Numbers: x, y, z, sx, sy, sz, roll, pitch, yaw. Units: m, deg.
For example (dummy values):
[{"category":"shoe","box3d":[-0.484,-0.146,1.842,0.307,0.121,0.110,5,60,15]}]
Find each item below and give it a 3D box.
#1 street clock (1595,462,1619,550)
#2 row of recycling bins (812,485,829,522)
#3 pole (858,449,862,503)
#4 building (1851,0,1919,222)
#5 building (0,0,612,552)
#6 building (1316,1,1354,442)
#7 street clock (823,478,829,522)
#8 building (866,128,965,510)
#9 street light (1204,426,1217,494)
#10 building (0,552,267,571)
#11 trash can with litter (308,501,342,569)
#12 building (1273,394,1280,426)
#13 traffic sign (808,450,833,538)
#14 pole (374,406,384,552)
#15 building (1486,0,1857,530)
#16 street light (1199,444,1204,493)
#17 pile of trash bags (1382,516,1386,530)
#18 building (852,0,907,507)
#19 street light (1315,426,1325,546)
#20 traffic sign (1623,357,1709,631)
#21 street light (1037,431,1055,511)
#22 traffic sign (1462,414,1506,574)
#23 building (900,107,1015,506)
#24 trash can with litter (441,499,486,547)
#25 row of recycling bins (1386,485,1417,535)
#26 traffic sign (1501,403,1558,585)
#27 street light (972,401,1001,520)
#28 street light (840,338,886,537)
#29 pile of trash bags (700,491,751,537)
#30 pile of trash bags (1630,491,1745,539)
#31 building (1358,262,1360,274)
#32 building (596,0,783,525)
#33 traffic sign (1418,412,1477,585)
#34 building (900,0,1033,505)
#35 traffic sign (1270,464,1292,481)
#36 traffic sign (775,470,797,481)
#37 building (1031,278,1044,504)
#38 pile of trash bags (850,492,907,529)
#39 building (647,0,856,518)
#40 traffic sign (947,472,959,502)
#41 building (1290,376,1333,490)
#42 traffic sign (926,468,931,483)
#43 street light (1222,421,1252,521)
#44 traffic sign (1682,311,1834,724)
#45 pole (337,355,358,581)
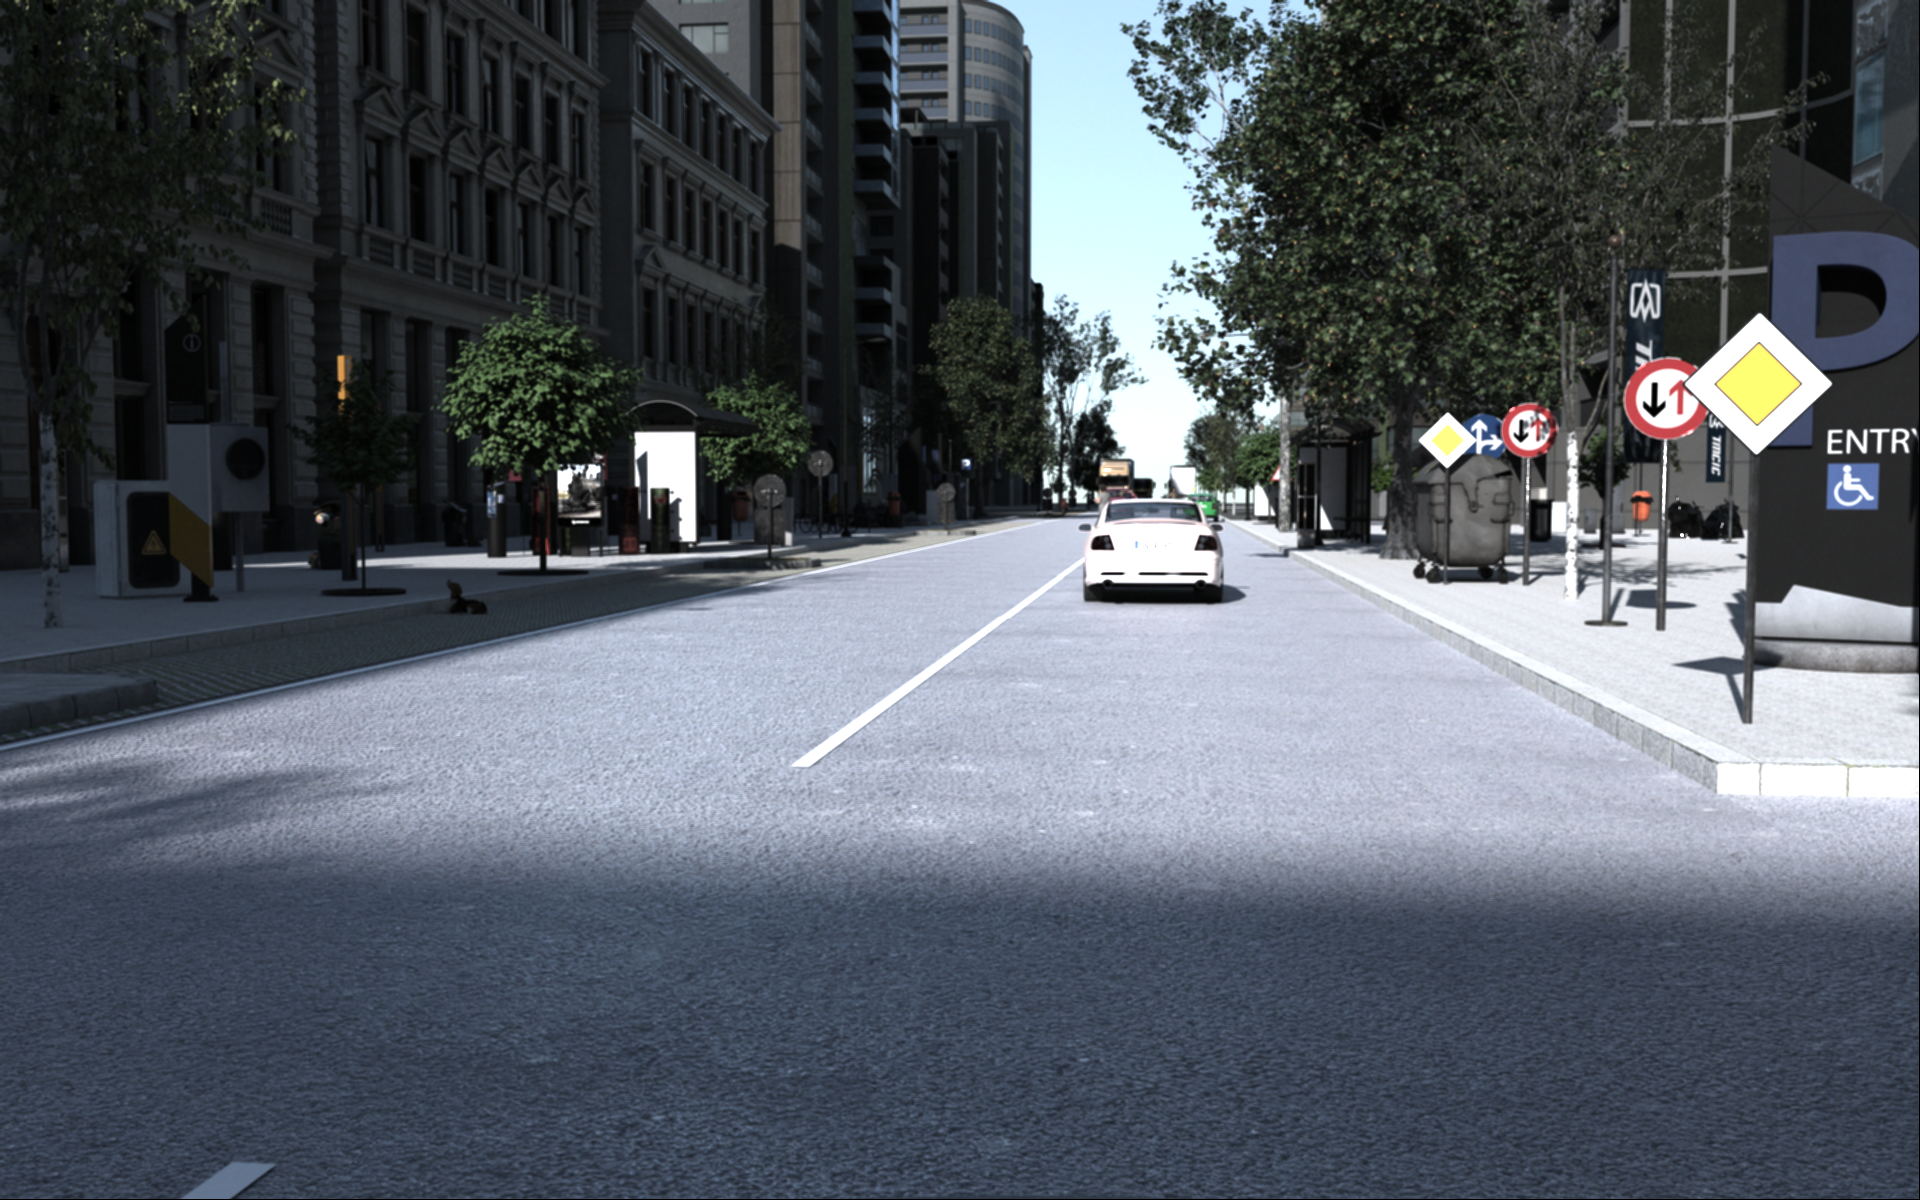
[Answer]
[{"category":"street clock","box3d":[14.775,-2.144,39.625,0.471,2.002,0.358,0,4,-6]},{"category":"row of recycling bins","box3d":[-6.453,-4.525,81.104,1.069,1.692,3.534,0,4,-5]},{"category":"pole","box3d":[-4.511,-5.150,78.048,0.158,3.312,0.155,0,3,0]},{"category":"building","box3d":[30.427,-24.767,24.545,30.456,49.044,23.786,0,4,7]},{"category":"building","box3d":[-18.163,-13.532,50.133,11.050,23.489,19.941,0,4,7]},{"category":"building","box3d":[42.463,-33.335,134.262,28.713,52.752,27.495,0,4,7]},{"category":"street clock","box3d":[-5.988,-4.472,77.689,0.358,2.002,0.471,-1,4,-19]},{"category":"building","box3d":[-7.343,-22.548,140.359,14.160,30.474,14.107,0,4,7]},{"category":"street light","box3d":[17.689,-8.955,118.953,1.470,5.913,1.316,0,4,7]},{"category":"building","box3d":[-20.484,-12.323,30.364,11.050,23.489,19.941,0,4,7]},{"category":"trash can with litter","box3d":[-10.872,-1.114,29.600,0.624,1.170,1.055,-3,5,-42]},{"category":"building","box3d":[52.388,-36.986,224.331,23.786,49.044,30.456,0,4,7]},{"category":"traffic sign","box3d":[-4.070,-3.075,50.390,0.768,2.556,0.104,1,4,10]},{"category":"pole","box3d":[-12.881,-2.722,38.348,0.158,3.312,0.155,0,3,0]},{"category":"building","box3d":[32.250,-38.299,64.440,20.563,71.187,20.611,0,4,7]},{"category":"street light","box3d":[22.864,-11.468,160.043,1.470,5.913,1.316,0,4,7]},{"category":"pile of trash bags","box3d":[16.895,-3.203,62.116,3.447,1.369,1.912,-2,4,-34]},{"category":"building","box3d":[-15.082,-49.189,116.917,22.319,86.520,31.000,0,4,7]},{"category":"street light","box3d":[8.342,-4.300,42.849,1.470,5.913,1.316,0,4,7]},{"category":"traffic sign","box3d":[6.593,-0.985,16.217,0.768,2.556,0.104,1,4,13]},{"category":"street light","box3d":[6.348,-9.515,128.112,1.470,5.913,1.316,0,4,7]},{"category":"traffic sign","box3d":[8.355,-1.688,27.709,0.768,2.556,0.104,1,4,17]},{"category":"building","box3d":[-1.815,-30.672,185.077,14.154,41.232,14.086,0,4,7]},{"category":"trash can with litter","box3d":[-12.079,-1.885,42.204,1.055,1.170,0.624,1,4,10]},{"category":"row of recycling bins","box3d":[14.632,-2.824,53.288,1.069,1.692,3.534,-3,5,-40]},{"category":"traffic sign","box3d":[7.952,-1.477,24.261,0.768,2.556,0.104,1,4,9]},{"category":"street light","box3d":[1.335,-6.999,86.972,1.470,5.913,1.316,0,4,7]},{"category":"street light","box3d":[-2.884,-4.849,51.827,1.470,5.913,1.316,0,4,7]},{"category":"pile of trash bags","box3d":[-8.079,-2.632,52.785,3.447,1.369,1.912,-1,4,-19]},{"category":"pile of trash bags","box3d":[21.412,-2.535,51.206,1.912,1.369,3.447,-3,4,-36]},{"category":"building","box3d":[33.232,-20.998,115.010,14.160,30.474,14.107,0,4,7]},{"category":"building","box3d":[-15.174,-14.330,70.456,11.583,22.565,21.152,0,4,7]},{"category":"traffic sign","box3d":[6.871,-1.424,24.466,0.795,2.450,0.064,1,4,14]},{"category":"building","box3d":[-3.097,-40.669,206.929,21.231,58.520,28.212,0,4,7]},{"category":"traffic sign","box3d":[12.840,-4.236,69.264,0.884,2.594,0.081,1,4,12]},{"category":"traffic sign","box3d":[-5.005,-2.980,48.732,0.884,2.594,0.081,1,4,15]},{"category":"building","box3d":[3.551,-27.944,228.588,14.160,30.474,14.107,0,4,7]},{"category":"pile of trash bags","box3d":[-2.920,-3.423,65.726,1.912,1.369,3.447,-1,4,-20]},{"category":"building","box3d":[-13.917,-25.167,95.076,14.154,41.232,14.086,0,4,7]},{"category":"traffic sign","box3d":[-0.325,-4.795,80.532,0.606,2.300,0.079,1,4,12]},{"category":"building","box3d":[42.533,-30.855,188.080,14.154,41.232,14.086,0,4,7]},{"category":"traffic sign","box3d":[-1.747,-5.018,82.150,0.768,2.556,0.104,1,4,9]},{"category":"street light","box3d":[13.389,-6.795,83.646,1.470,5.913,1.316,0,4,7]},{"category":"traffic sign","box3d":[4.400,-0.366,9.623,0.795,2.450,0.064,0,4,7]},{"category":"pole","box3d":[-9.056,-1.942,25.601,0.158,3.312,0.155,0,3,0]}]
